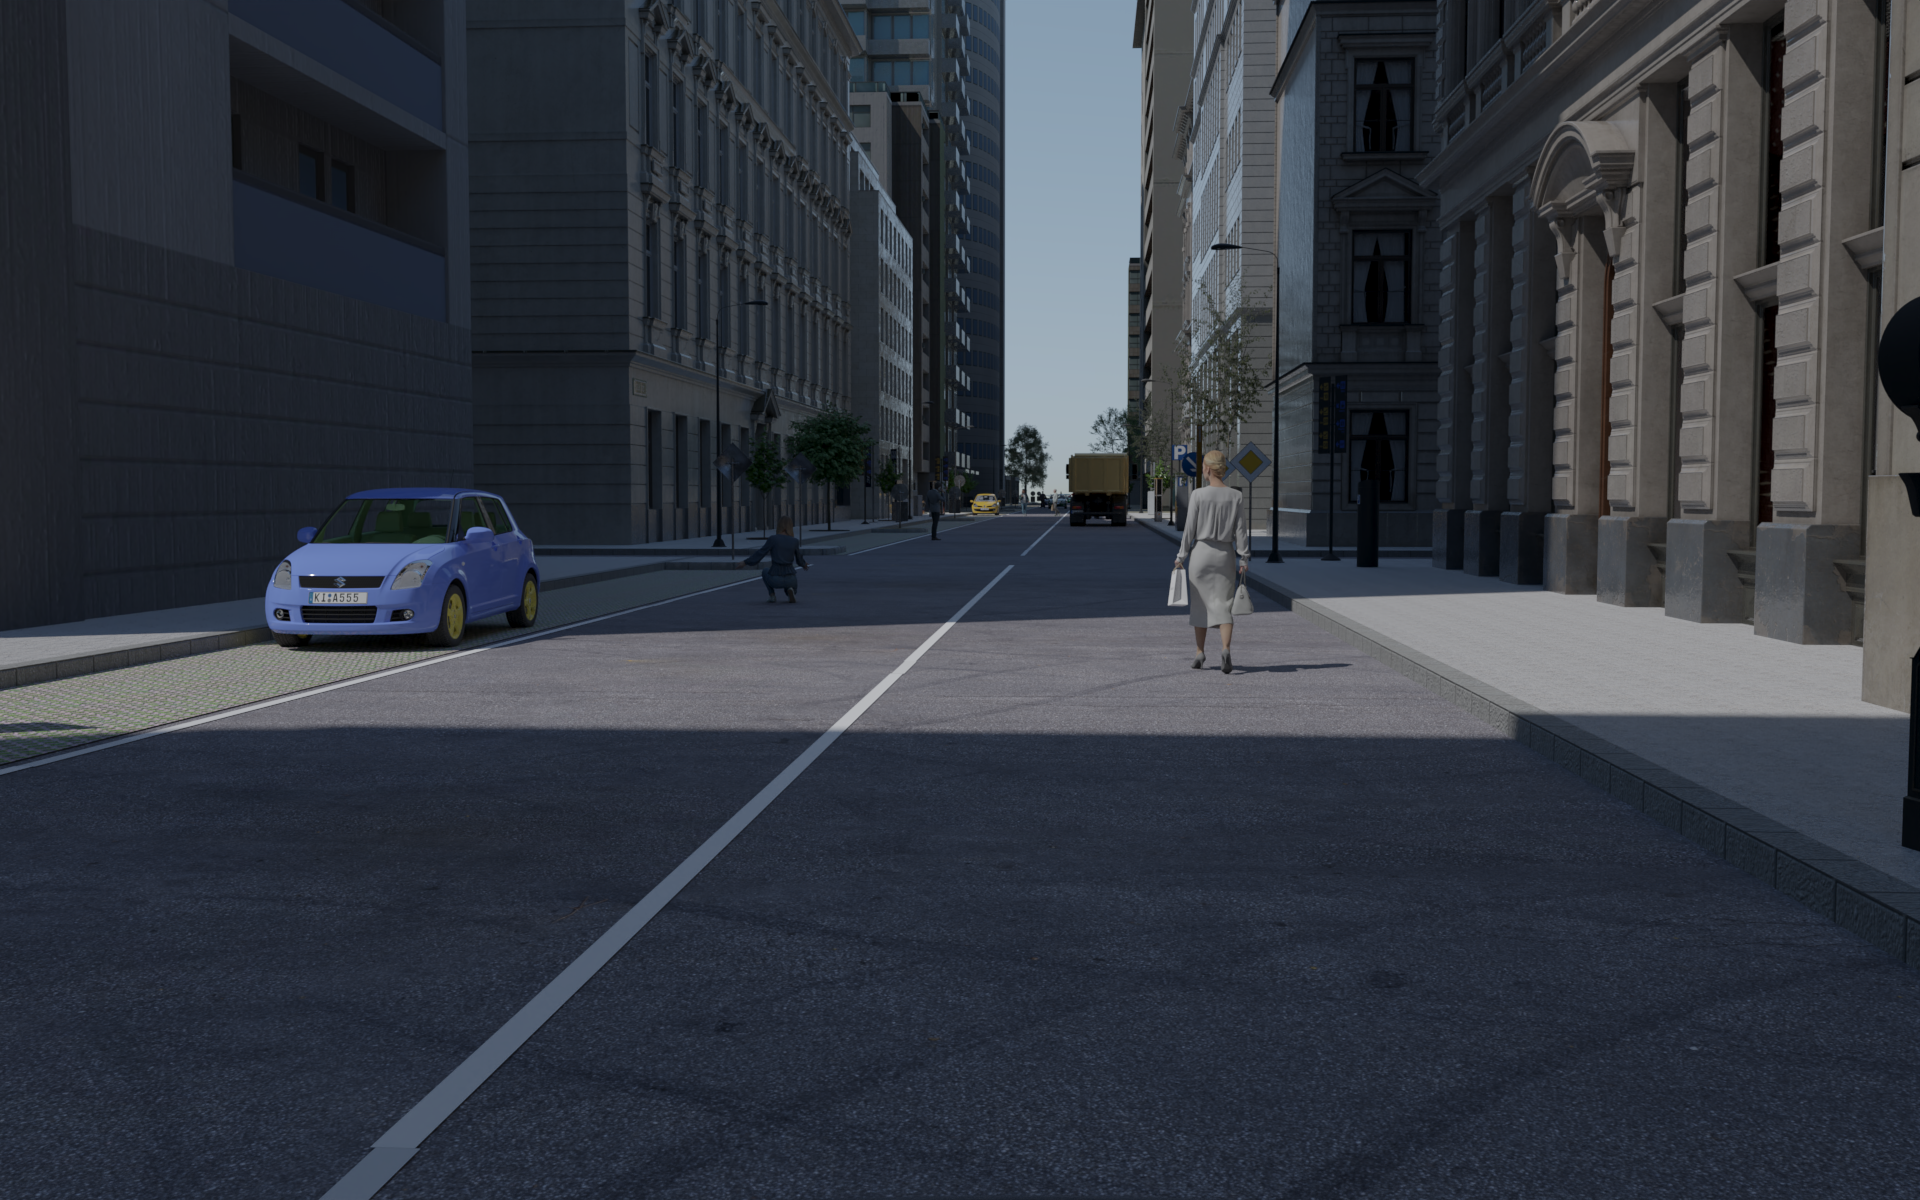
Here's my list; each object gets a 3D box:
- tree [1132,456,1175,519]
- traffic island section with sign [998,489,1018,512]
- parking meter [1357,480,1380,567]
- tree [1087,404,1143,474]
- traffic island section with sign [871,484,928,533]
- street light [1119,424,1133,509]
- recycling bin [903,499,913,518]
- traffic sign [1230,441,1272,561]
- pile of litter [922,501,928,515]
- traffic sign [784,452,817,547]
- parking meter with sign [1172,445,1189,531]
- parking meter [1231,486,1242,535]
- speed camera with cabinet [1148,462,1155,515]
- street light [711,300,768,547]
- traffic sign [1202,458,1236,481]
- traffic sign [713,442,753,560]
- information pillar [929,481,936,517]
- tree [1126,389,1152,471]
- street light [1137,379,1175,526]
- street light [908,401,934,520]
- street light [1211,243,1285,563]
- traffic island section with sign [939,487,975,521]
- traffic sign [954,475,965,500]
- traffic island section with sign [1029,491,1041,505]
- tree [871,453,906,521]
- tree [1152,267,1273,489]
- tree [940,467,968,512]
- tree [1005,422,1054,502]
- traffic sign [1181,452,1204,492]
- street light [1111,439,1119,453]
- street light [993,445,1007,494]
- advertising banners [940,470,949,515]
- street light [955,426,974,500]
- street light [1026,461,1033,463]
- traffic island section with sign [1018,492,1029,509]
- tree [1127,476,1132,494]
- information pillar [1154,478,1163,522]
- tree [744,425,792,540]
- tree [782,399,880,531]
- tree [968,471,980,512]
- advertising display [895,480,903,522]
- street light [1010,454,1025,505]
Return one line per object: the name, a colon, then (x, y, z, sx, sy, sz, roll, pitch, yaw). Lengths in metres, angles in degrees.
tree: (10.219, -5.765, 88.857, 1.663, 3.219, 1.824, 0, 3, 0)
traffic island section with sign: (3.473, -8.133, 141.600, 1.989, 1.847, 2.006, 0, 4, 4)
parking meter: (7.166, -1.346, 30.415, 0.372, 1.533, 0.369, 0, 3, 0)
tree: (18.558, -16.789, 200.258, 9.928, 11.665, 9.643, 0, 3, 0)
traffic island section with sign: (-2.208, -3.412, 64.413, 1.989, 1.847, 2.006, 0, 4, 4)
street light: (11.542, -8.736, 115.368, 1.470, 5.913, 1.316, 0, 4, 4)
recycling bin: (-2.981, -4.940, 93.331, 0.722, 1.027, 0.722, -2, 4, -28)
traffic sign: (5.535, -1.797, 33.029, 0.795, 2.450, 0.064, 0, 4, 4)
pile of litter: (-2.680, -6.017, 112.346, 1.176, 0.858, 1.719, 0, 4, 3)
traffic sign: (-3.845, -2.330, 41.745, 0.795, 2.450, 0.064, 0, 4, 4)
parking meter with sign: (7.724, -3.927, 60.473, 0.543, 3.016, 1.738, 0, 4, 3)
parking meter: (8.754, -2.842, 54.873, 0.372, 1.533, 0.369, 0, 3, 0)
speed camera with cabinet: (12.075, -6.894, 107.049, 0.660, 3.252, 2.038, 1, 4, 16)
street light: (-5.289, -4.228, 41.668, 1.470, 5.913, 1.316, 0, 4, 4)
traffic sign: (6.121, -2.284, 40.993, 0.795, 2.450, 0.064, 0, 4, 4)
traffic sign: (-4.431, -1.843, 33.781, 0.795, 2.450, 0.064, 0, 4, 4)
information pillar: (-1.544, -5.715, 97.929, 0.304, 2.012, 0.304, 3, 4, 37)
tree: (13.613, -10.379, 120.055, 4.360, 8.622, 3.978, 0, 3, 0)
street light: (8.023, -5.964, 70.046, 1.470, 5.913, 1.316, 0, 4, 4)
street light: (-1.998, -7.001, 87.006, 1.470, 5.913, 1.316, 0, 4, 4)
street light: (5.343, -3.649, 32.201, 1.470, 5.913, 1.316, 0, 4, 4)
traffic island section with sign: (-0.226, -5.056, 91.296, 1.989, 1.847, 2.006, 0, 4, 4)
traffic sign: (-0.029, -7.126, 116.614, 0.768, 2.556, 0.104, 1, 4, 11)
traffic island section with sign: (9.470, -13.112, 223.009, 1.989, 1.847, 2.006, 0, 4, 4)
tree: (-3.310, -5.350, 82.075, 1.663, 3.219, 1.824, 0, 3, 0)
tree: (8.534, -6.503, 56.684, 4.360, 8.622, 3.978, 0, 3, 0)
tree: (-0.543, -7.831, 122.632, 1.663, 3.219, 1.824, 0, 3, 0)
tree: (10.459, -21.924, 275.464, 9.611, 12.733, 9.660, 0, 3, 0)
traffic sign: (7.047, -3.186, 52.195, 0.768, 2.556, 0.104, 1, 4, 9)
street light: (13.729, -10.611, 146.025, 1.470, 5.913, 1.316, 0, 4, 4)
street light: (3.733, -11.683, 163.564, 1.470, 5.913, 1.316, 0, 4, 4)
advertising banners: (-1.016, -6.885, 108.762, 0.090, 3.025, 2.074, -1, 4, -16)
street light: (0.260, -8.898, 118.025, 1.470, 5.913, 1.316, 0, 4, 4)
street light: (9.730, -16.742, 246.278, 1.470, 5.913, 1.316, 0, 4, 4)
traffic island section with sign: (5.460, -9.777, 168.482, 1.989, 1.847, 2.006, 0, 4, 4)
tree: (15.323, -10.026, 158.529, 1.663, 3.219, 1.824, 0, 3, 0)
information pillar: (9.227, -4.653, 80.576, 0.304, 2.012, 0.304, -1, 4, -12)
tree: (-5.397, -3.319, 48.869, 1.663, 3.219, 1.824, 0, 3, 0)
tree: (-4.460, -4.665, 59.994, 4.285, 4.588, 4.351, 0, 3, 0)
tree: (0.368, -8.150, 127.853, 1.663, 3.219, 1.824, 0, 3, 0)
advertising display: (-2.776, -4.495, 78.702, 0.123, 1.923, 0.974, 1, 4, 15)
street light: (6.451, -13.969, 200.939, 1.470, 5.913, 1.316, 0, 4, 4)
